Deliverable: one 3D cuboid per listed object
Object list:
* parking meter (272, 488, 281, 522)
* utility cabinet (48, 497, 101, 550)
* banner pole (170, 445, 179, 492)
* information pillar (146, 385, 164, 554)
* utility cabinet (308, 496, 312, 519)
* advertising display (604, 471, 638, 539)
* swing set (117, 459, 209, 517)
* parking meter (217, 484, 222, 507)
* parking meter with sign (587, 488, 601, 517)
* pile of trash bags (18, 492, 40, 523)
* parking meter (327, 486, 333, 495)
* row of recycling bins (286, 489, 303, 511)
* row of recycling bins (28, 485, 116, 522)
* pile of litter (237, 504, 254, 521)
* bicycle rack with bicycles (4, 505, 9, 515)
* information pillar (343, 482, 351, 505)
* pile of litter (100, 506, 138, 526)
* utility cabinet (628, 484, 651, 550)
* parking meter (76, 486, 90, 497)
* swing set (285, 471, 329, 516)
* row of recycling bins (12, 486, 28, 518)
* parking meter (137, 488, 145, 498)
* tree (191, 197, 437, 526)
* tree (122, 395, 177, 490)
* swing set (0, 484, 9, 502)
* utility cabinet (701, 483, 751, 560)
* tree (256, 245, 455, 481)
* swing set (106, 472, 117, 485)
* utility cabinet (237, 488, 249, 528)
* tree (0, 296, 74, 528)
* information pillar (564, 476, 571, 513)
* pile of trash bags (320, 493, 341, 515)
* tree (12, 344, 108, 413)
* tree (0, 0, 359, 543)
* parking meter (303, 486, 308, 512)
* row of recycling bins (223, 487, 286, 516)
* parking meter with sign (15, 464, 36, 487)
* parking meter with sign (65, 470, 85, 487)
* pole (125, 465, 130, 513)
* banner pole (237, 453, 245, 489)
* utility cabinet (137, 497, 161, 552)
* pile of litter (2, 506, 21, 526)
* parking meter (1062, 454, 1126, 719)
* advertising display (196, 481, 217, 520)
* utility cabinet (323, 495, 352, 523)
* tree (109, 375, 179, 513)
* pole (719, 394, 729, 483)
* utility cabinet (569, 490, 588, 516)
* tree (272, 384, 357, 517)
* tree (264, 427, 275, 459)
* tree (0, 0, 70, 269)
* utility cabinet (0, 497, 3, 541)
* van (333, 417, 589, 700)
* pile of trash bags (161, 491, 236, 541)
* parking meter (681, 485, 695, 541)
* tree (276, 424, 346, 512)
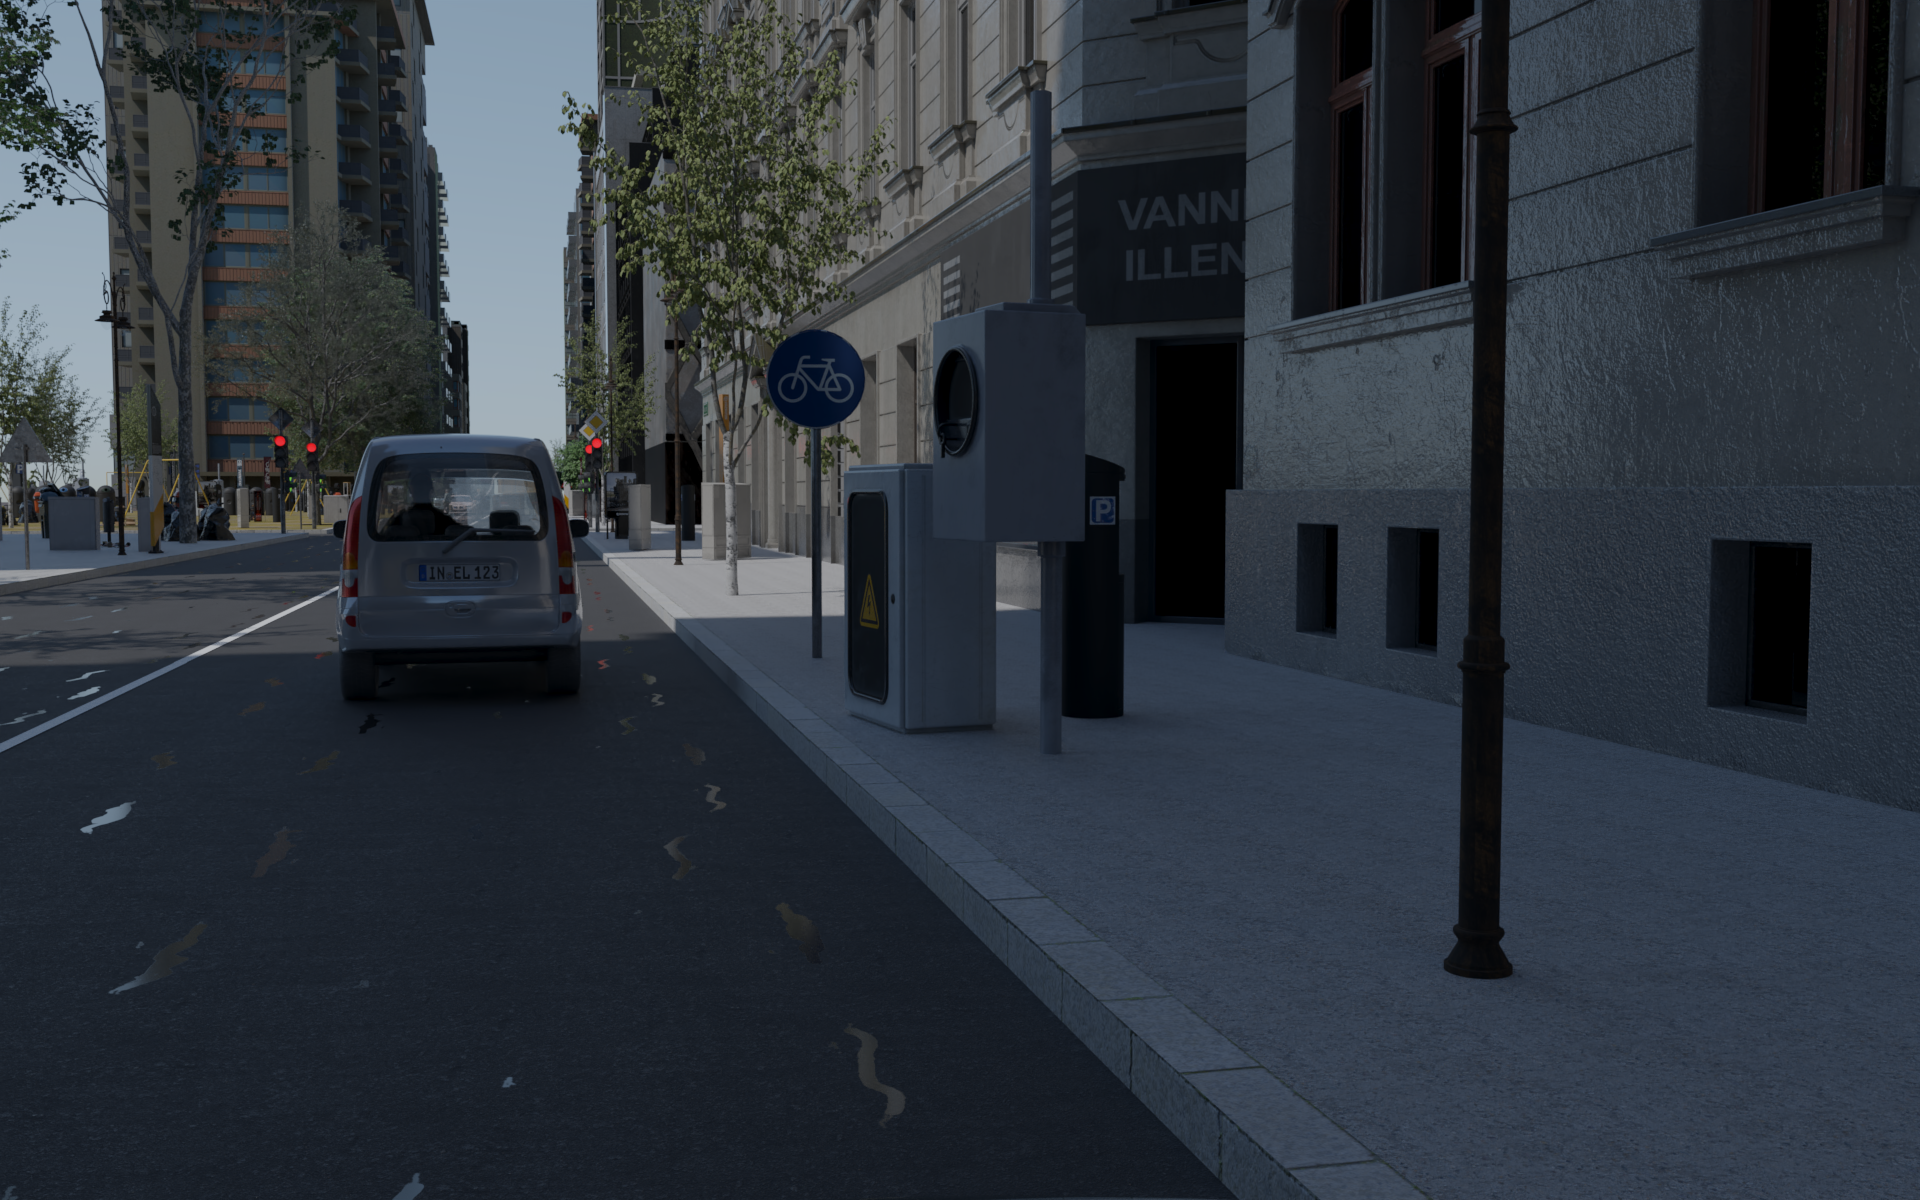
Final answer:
[{"bbox_3d":[-30.944,-4.284,78.453,0.372,1.533,0.369,0,3,0],"label":"parking meter"},{"bbox_3d":[-20.290,-1.745,39.692,1.020,1.237,0.306,0,4,-7],"label":"utility cabinet"},{"bbox_3d":[-41.008,-6.154,90.642,0.401,3.779,0.863,1,4,22],"label":"banner pole"},{"bbox_3d":[-17.366,-2.815,37.378,0.183,3.616,0.504,0,4,-1],"label":"information pillar"},{"bbox_3d":[-33.109,-4.730,88.494,0.306,1.237,1.020,-1,4,-15],"label":"utility cabinet"},{"bbox_3d":[-9.659,-2.700,49.362,0.974,1.923,0.123,-2,4,-33],"label":"advertising display"},{"bbox_3d":[-35.536,-4.914,77.963,3.119,2.851,2.862,2,4,32],"label":"swing set"},{"bbox_3d":[-41.048,-5.511,95.810,0.255,1.863,0.399,1,4,16],"label":"parking meter"},{"bbox_3d":[-20.475,-6.167,97.096,1.738,3.016,0.543,3,5,44],"label":"parking meter with sign"},{"bbox_3d":[-40.872,-4.111,76.975,1.912,1.369,3.447,-2,4,-27],"label":"pile of trash bags"},{"bbox_3d":[-48.048,-7.731,132.118,0.255,1.863,0.399,3,4,38],"label":"parking meter"},{"bbox_3d":[-50.754,-7.605,131.459,1.069,1.692,3.534,1,4,13],"label":"row of recycling bins"},{"bbox_3d":[-40.884,-4.463,80.084,3.534,1.692,1.069,0,4,-6],"label":"row of recycling bins"},{"bbox_3d":[-34.396,-4.268,83.751,1.176,0.858,1.719,0,4,0],"label":"pile of litter"},{"bbox_3d":[-57.019,-5.650,105.756,2.925,0.926,2.852,0,4,-8],"label":"bicycle rack with bicycles"},{"bbox_3d":[-38.437,-6.370,108.649,0.304,2.012,0.304,1,4,16],"label":"information pillar"},{"bbox_3d":[-33.965,-3.441,70.218,1.719,0.858,1.176,-2,4,-23],"label":"pile of litter"},{"bbox_3d":[-7.360,-1.901,39.761,0.318,1.500,1.173,0,4,0],"label":"utility cabinet"},{"bbox_3d":[-26.921,-2.740,53.210,0.372,1.533,0.369,0,3,0],"label":"parking meter"},{"bbox_3d":[-38.375,-6.392,102.133,2.862,2.851,3.119,0,4,-8],"label":"swing set"},{"bbox_3d":[-50.479,-5.317,94.046,1.069,1.692,3.534,0,4,-7],"label":"row of recycling bins"},{"bbox_3d":[-54.174,-6.660,114.607,0.399,1.863,0.255,1,4,9],"label":"parking meter"},{"bbox_3d":[-26.319,-9.820,70.921,12.009,13.543,11.850,0,3,0],"label":"tree"},{"bbox_3d":[-59.973,-10.886,128.345,4.360,8.622,3.978,0,3,0],"label":"tree"},{"bbox_3d":[-64.686,-7.239,115.971,2.862,2.851,3.119,-1,4,-21],"label":"swing set"},{"bbox_3d":[-4.555,-1.542,33.883,0.318,1.500,1.173,2,4,30],"label":"utility cabinet"},{"bbox_3d":[-30.530,-11.058,87.451,9.857,13.997,8.962,0,3,0],"label":"tree"},{"bbox_3d":[-59.187,-7.710,123.670,3.119,2.851,2.862,-2,4,-27],"label":"swing set"},{"bbox_3d":[-27.160,-3.480,65.574,0.318,1.500,1.173,-2,4,-28],"label":"utility cabinet"},{"bbox_3d":[-35.712,-7.032,65.339,4.737,8.622,4.395,0,3,0],"label":"tree"},{"bbox_3d":[-26.197,-7.597,115.570,0.504,3.616,0.183,1,4,21],"label":"information pillar"},{"bbox_3d":[-38.415,-5.883,105.937,1.912,1.369,3.447,-2,4,-34],"label":"pile of trash bags"},{"bbox_3d":[-44.724,-8.265,85.493,4.360,8.622,3.978,0,3,0],"label":"tree"},{"bbox_3d":[-21.505,-11.574,45.117,12.611,20.169,13.585,0,3,0],"label":"tree"},{"bbox_3d":[-45.661,-7.040,120.807,0.255,1.863,0.399,-2,4,-34],"label":"parking meter"},{"bbox_3d":[-42.417,-5.903,103.622,3.534,1.692,1.069,1,4,9],"label":"row of recycling bins"},{"bbox_3d":[-54.209,-6.399,100.883,1.738,3.016,0.543,2,4,29],"label":"parking meter with sign"},{"bbox_3d":[-63.011,-7.736,122.745,0.543,3.016,1.738,3,5,39],"label":"parking meter with sign"},{"bbox_3d":[-57.790,-7.731,120.239,0.158,3.312,0.155,0,3,0],"label":"pole"},{"bbox_3d":[-43.988,-7.099,106.085,0.863,3.779,0.401,2,4,28],"label":"banner pole"},{"bbox_3d":[-18.295,-1.707,39.064,0.306,1.237,1.020,-1,4,-14],"label":"utility cabinet"},{"bbox_3d":[-39.050,-3.443,70.261,1.719,0.858,1.176,-2,4,-32],"label":"pile of litter"},{"bbox_3d":[0.765,-0.098,10.019,0.372,1.533,0.369,0,3,0],"label":"parking meter"},{"bbox_3d":[-36.255,-4.782,83.400,0.123,1.923,0.974,3,4,39],"label":"advertising display"},{"bbox_3d":[-27.675,-4.017,76.845,1.020,1.237,0.306,-1,4,-11],"label":"utility cabinet"},{"bbox_3d":[-50.561,-9.673,108.514,4.737,8.622,4.395,0,3,0],"label":"tree"},{"bbox_3d":[-4.822,-2.546,35.466,0.158,3.312,0.155,0,3,0],"label":"pole"},{"bbox_3d":[-21.892,-5.546,99.359,0.318,1.500,1.173,2,4,34],"label":"utility cabinet"},{"bbox_3d":[-36.386,-8.981,97.206,4.360,8.622,3.978,0,3,0],"label":"tree"},{"bbox_3d":[-47.546,-10.612,123.875,4.737,8.622,4.395,0,3,0],"label":"tree"},{"bbox_3d":[-15.532,-5.929,22.698,9.928,11.665,9.643,0,3,0],"label":"tree"},{"bbox_3d":[-26.665,-2.210,47.293,0.306,1.237,1.020,1,4,15],"label":"utility cabinet"},{"bbox_3d":[-3.897,-0.402,13.578,2.013,2.044,4.112,-1,4,-15],"label":"van"},{"bbox_3d":[-21.586,-2.371,48.512,1.912,1.369,3.447,-2,4,-33],"label":"pile of trash bags"},{"bbox_3d":[-7.463,-2.394,47.547,0.372,1.533,0.369,0,3,0],"label":"parking meter"},{"bbox_3d":[-42.163,-10.004,113.925,4.737,8.622,4.395,0,3,0],"label":"tree"}]
